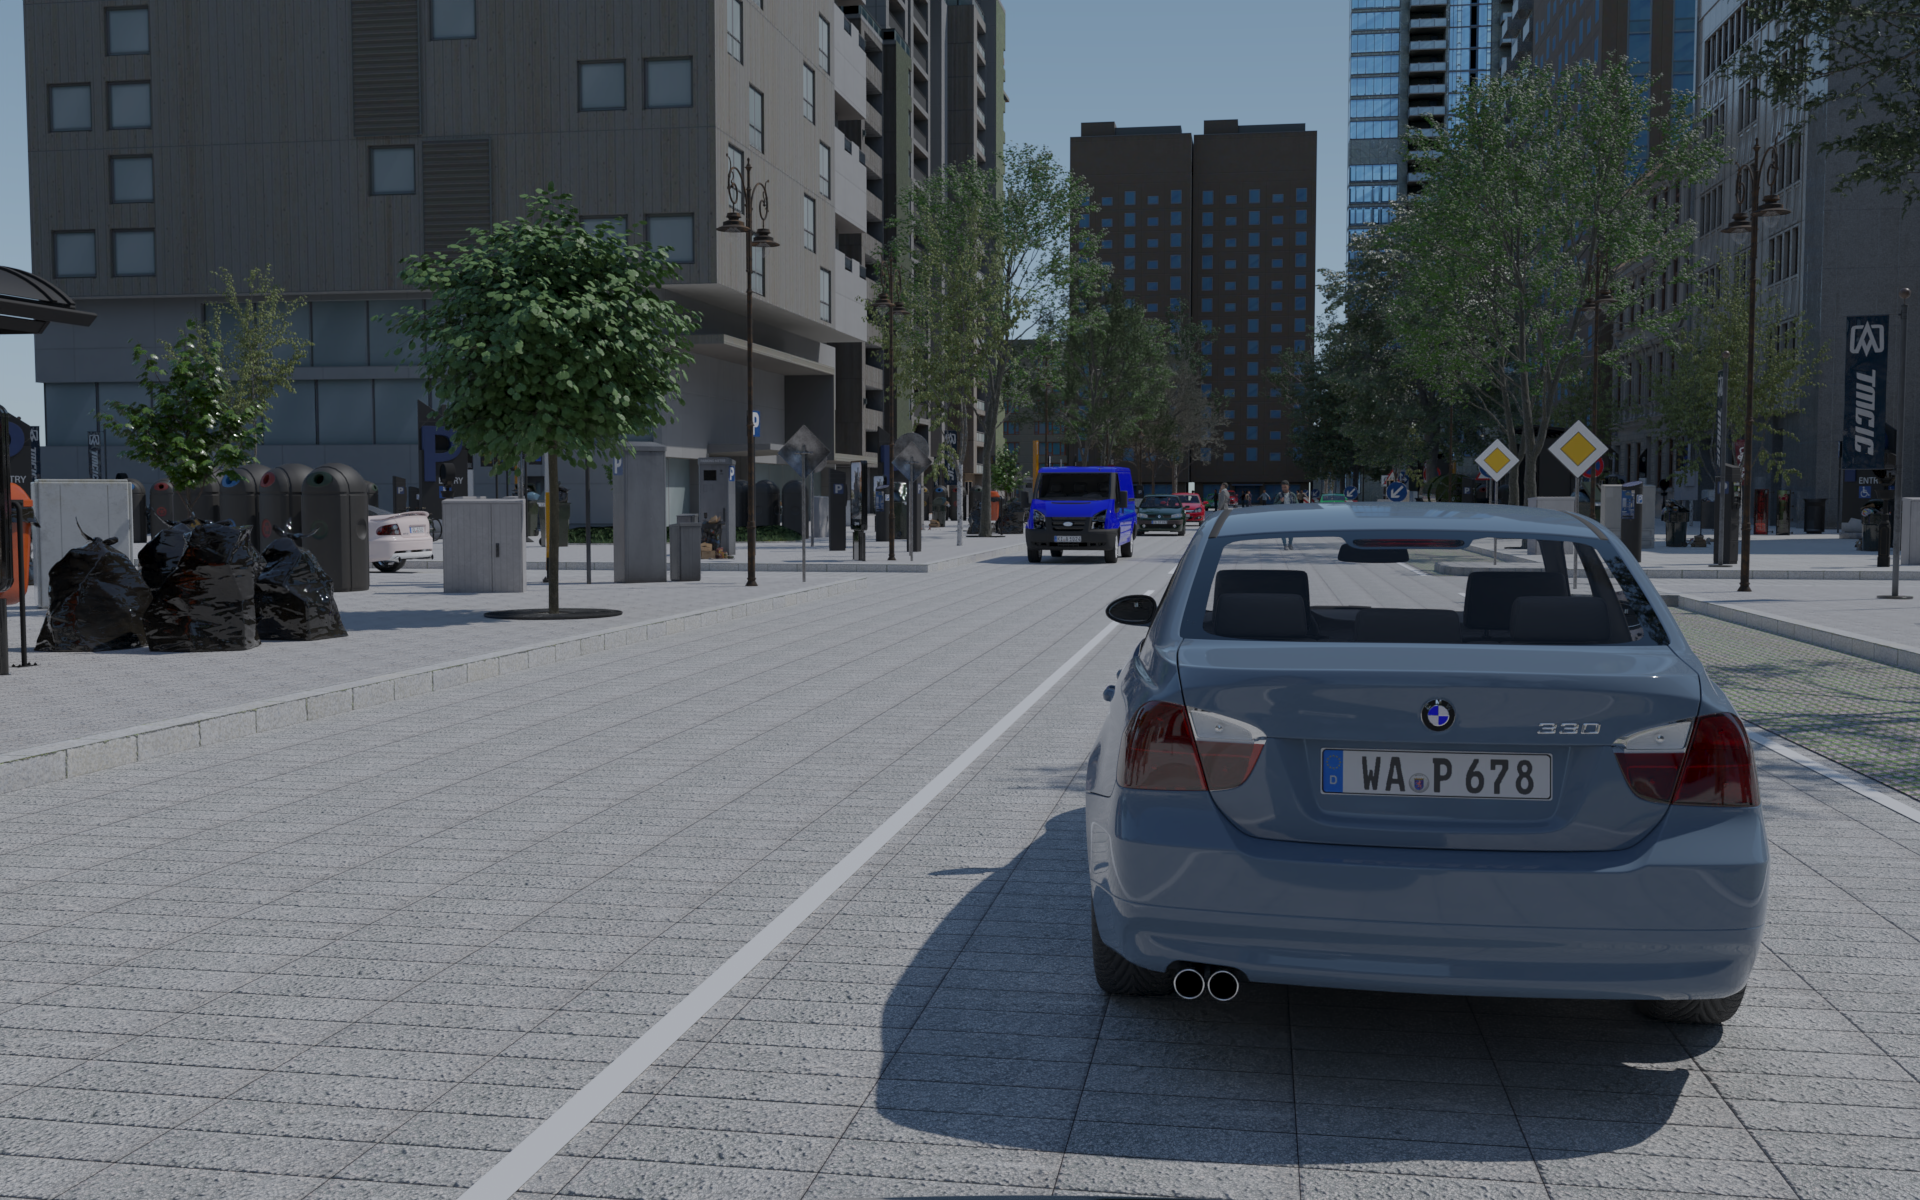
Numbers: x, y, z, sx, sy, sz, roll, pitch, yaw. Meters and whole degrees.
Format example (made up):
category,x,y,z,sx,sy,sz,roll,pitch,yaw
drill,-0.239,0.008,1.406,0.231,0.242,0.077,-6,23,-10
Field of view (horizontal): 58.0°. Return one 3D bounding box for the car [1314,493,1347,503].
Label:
category,x,y,z,sx,sy,sz,roll,pitch,yaw
car,20.326,-5.235,94.388,1.959,1.807,4.718,1,4,10

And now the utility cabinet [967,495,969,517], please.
category,x,y,z,sx,sy,sz,roll,pitch,yaw
utility cabinet,0.042,-5.125,94.955,0.306,1.237,1.020,3,4,39

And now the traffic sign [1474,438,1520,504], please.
category,x,y,z,sx,sy,sz,roll,pitch,yaw
traffic sign,9.666,-1.688,31.235,0.795,2.450,0.064,1,4,10

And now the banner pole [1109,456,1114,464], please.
category,x,y,z,sx,sy,sz,roll,pitch,yaw
banner pole,9.100,-6.982,104.170,0.401,3.779,0.863,-1,4,-17

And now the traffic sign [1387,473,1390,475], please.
category,x,y,z,sx,sy,sz,roll,pitch,yaw
traffic sign,26.136,-6.412,104.948,0.768,2.556,0.104,1,4,15

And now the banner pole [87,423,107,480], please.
category,x,y,z,sx,sy,sz,roll,pitch,yaw
banner pole,-30.187,-4.328,60.775,0.863,3.779,0.401,0,4,5

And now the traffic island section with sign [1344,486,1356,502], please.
category,x,y,z,sx,sy,sz,roll,pitch,yaw
traffic island section with sign,18.537,-4.537,82.810,1.989,1.847,2.006,1,4,10

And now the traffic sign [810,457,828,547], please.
category,x,y,z,sx,sy,sz,roll,pitch,yaw
traffic sign,-3.606,-2.576,42.217,0.768,2.556,0.104,1,4,14

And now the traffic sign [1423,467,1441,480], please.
category,x,y,z,sx,sy,sz,roll,pitch,yaw
traffic sign,21.155,-4.744,77.674,0.768,2.556,0.104,1,4,14

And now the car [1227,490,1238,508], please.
category,x,y,z,sx,sy,sz,roll,pitch,yaw
car,27.689,-10.448,179.498,2.281,1.827,5.304,1,4,12

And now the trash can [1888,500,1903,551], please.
category,x,y,z,sx,sy,sz,roll,pitch,yaw
trash can,21.443,-1.691,39.294,0.748,1.137,0.748,0,3,0

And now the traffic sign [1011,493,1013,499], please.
category,x,y,z,sx,sy,sz,roll,pitch,yaw
traffic sign,2.516,-5.117,83.767,0.768,2.556,0.104,1,4,10

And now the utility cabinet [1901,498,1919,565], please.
category,x,y,z,sx,sy,sz,roll,pitch,yaw
utility cabinet,17.604,-1.233,31.317,1.020,1.237,0.306,0,4,-1

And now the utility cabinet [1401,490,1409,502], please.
category,x,y,z,sx,sy,sz,roll,pitch,yaw
utility cabinet,22.951,-4.950,89.618,0.318,1.500,1.173,2,4,30

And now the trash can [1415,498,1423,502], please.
category,x,y,z,sx,sy,sz,roll,pitch,yaw
trash can,17.405,-3.260,64.953,0.748,1.137,0.748,0,3,0

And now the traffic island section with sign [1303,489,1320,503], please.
category,x,y,z,sx,sy,sz,roll,pitch,yaw
traffic island section with sign,27.060,-7.578,132.524,1.989,1.847,2.006,1,4,10

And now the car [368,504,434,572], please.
category,x,y,z,sx,sy,sz,roll,pitch,yaw
car,-12.016,-1.168,31.467,4.827,1.381,2.083,1,4,11

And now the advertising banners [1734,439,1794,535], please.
category,x,y,z,sx,sy,sz,roll,pitch,yaw
advertising banners,25.192,-3.557,54.344,0.090,3.025,2.074,-2,4,-31

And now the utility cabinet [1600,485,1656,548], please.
category,x,y,z,sx,sy,sz,roll,pitch,yaw
utility cabinet,15.690,-1.958,40.693,1.173,1.500,0.318,0,4,0

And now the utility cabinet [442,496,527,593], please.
category,x,y,z,sx,sy,sz,roll,pitch,yaw
utility cabinet,-6.204,-0.699,22.598,1.020,1.237,0.306,0,4,-4

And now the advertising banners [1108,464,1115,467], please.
category,x,y,z,sx,sy,sz,roll,pitch,yaw
advertising banners,8.397,-6.519,102.773,0.090,3.025,2.074,-3,5,-42

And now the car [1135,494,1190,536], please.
category,x,y,z,sx,sy,sz,roll,pitch,yaw
car,7.023,-3.103,60.513,2.009,1.686,4.222,1,4,8

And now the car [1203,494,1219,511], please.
category,x,y,z,sx,sy,sz,roll,pitch,yaw
car,21.649,-8.440,146.795,1.959,1.807,4.718,1,4,11

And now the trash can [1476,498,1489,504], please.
category,x,y,z,sx,sy,sz,roll,pitch,yaw
trash can,19.292,-3.210,64.139,0.748,1.137,0.748,0,3,0

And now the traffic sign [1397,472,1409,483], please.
category,x,y,z,sx,sy,sz,roll,pitch,yaw
traffic sign,24.954,-5.980,97.877,0.768,2.556,0.104,1,4,17

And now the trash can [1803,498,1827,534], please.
category,x,y,z,sx,sy,sz,roll,pitch,yaw
trash can,27.515,-2.698,55.762,0.748,1.137,0.748,0,3,0

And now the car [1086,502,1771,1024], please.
category,x,y,z,sx,sy,sz,roll,pitch,yaw
car,1.469,0.362,6.092,2.014,1.417,4.499,1,4,10

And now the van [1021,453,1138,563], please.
category,x,y,z,sx,sy,sz,roll,pitch,yaw
van,2.684,-2.040,37.744,2.240,2.365,5.245,1,4,11

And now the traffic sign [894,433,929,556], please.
category,x,y,z,sx,sy,sz,roll,pitch,yaw
traffic sign,-1.020,-2.191,35.922,0.768,2.556,0.104,1,4,11

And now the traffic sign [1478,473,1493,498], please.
category,x,y,z,sx,sy,sz,roll,pitch,yaw
traffic sign,19.954,-4.010,65.567,0.884,2.594,0.081,1,4,13

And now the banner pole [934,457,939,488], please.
category,x,y,z,sx,sy,sz,roll,pitch,yaw
banner pole,-1.283,-6.835,101.766,0.401,3.779,0.863,-3,5,-41

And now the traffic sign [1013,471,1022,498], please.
category,x,y,z,sx,sy,sz,roll,pitch,yaw
traffic sign,2.565,-5.035,82.430,0.768,2.556,0.104,1,4,19

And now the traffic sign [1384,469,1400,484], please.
category,x,y,z,sx,sy,sz,roll,pitch,yaw
traffic sign,22.862,-5.604,91.623,0.884,2.594,0.081,1,4,13

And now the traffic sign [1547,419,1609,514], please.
category,x,y,z,sx,sy,sz,roll,pitch,yaw
traffic sign,8.316,-1.206,23.364,0.795,2.450,0.064,1,4,10

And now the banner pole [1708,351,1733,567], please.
category,x,y,z,sx,sy,sz,roll,pitch,yaw
banner pole,13.439,-2.483,30.609,0.401,3.779,0.863,1,4,12

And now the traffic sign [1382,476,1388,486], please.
category,x,y,z,sx,sy,sz,roll,pitch,yaw
traffic sign,23.388,-5.675,94.923,0.606,2.300,0.079,1,4,14

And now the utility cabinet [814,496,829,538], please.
category,x,y,z,sx,sy,sz,roll,pitch,yaw
utility cabinet,-4.132,-2.465,51.459,0.306,1.237,1.020,1,4,15

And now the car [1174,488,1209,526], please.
category,x,y,z,sx,sy,sz,roll,pitch,yaw
car,10.159,-4.239,78.344,2.155,1.783,4.494,1,4,9

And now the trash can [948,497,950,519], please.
category,x,y,z,sx,sy,sz,roll,pitch,yaw
trash can,-0.321,-4.742,89.185,0.748,1.137,0.748,0,3,0

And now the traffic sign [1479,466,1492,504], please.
category,x,y,z,sx,sy,sz,roll,pitch,yaw
traffic sign,16.949,-3.377,55.316,0.768,2.556,0.104,1,4,18

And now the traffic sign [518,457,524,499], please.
category,x,y,z,sx,sy,sz,roll,pitch,yaw
traffic sign,-6.487,-1.557,25.570,0.768,2.556,0.104,1,4,15

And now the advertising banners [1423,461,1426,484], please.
category,x,y,z,sx,sy,sz,roll,pitch,yaw
advertising banners,23.080,-5.329,83.318,2.074,3.025,0.090,-1,4,-17

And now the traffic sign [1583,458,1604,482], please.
category,x,y,z,sx,sy,sz,roll,pitch,yaw
traffic sign,19.868,-3.333,54.598,0.768,2.556,0.104,1,4,13

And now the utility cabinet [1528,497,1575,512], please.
category,x,y,z,sx,sy,sz,roll,pitch,yaw
utility cabinet,12.519,-1.563,36.715,1.020,1.237,0.306,-1,4,-23

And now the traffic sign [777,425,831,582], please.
category,x,y,z,sx,sy,sz,roll,pitch,yaw
traffic sign,-2.271,-1.318,25.194,0.795,2.450,0.064,1,4,10

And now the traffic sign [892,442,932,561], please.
category,x,y,z,sx,sy,sz,roll,pitch,yaw
traffic sign,-0.921,-1.800,33.065,0.795,2.450,0.064,1,4,10

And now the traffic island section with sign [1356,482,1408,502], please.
category,x,y,z,sx,sy,sz,roll,pitch,yaw
traffic island section with sign,13.949,-2.897,55.993,1.989,1.847,2.006,1,4,10

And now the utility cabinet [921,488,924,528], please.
category,x,y,z,sx,sy,sz,roll,pitch,yaw
utility cabinet,-1.803,-3.392,64.135,0.318,1.500,1.173,-3,4,-37
